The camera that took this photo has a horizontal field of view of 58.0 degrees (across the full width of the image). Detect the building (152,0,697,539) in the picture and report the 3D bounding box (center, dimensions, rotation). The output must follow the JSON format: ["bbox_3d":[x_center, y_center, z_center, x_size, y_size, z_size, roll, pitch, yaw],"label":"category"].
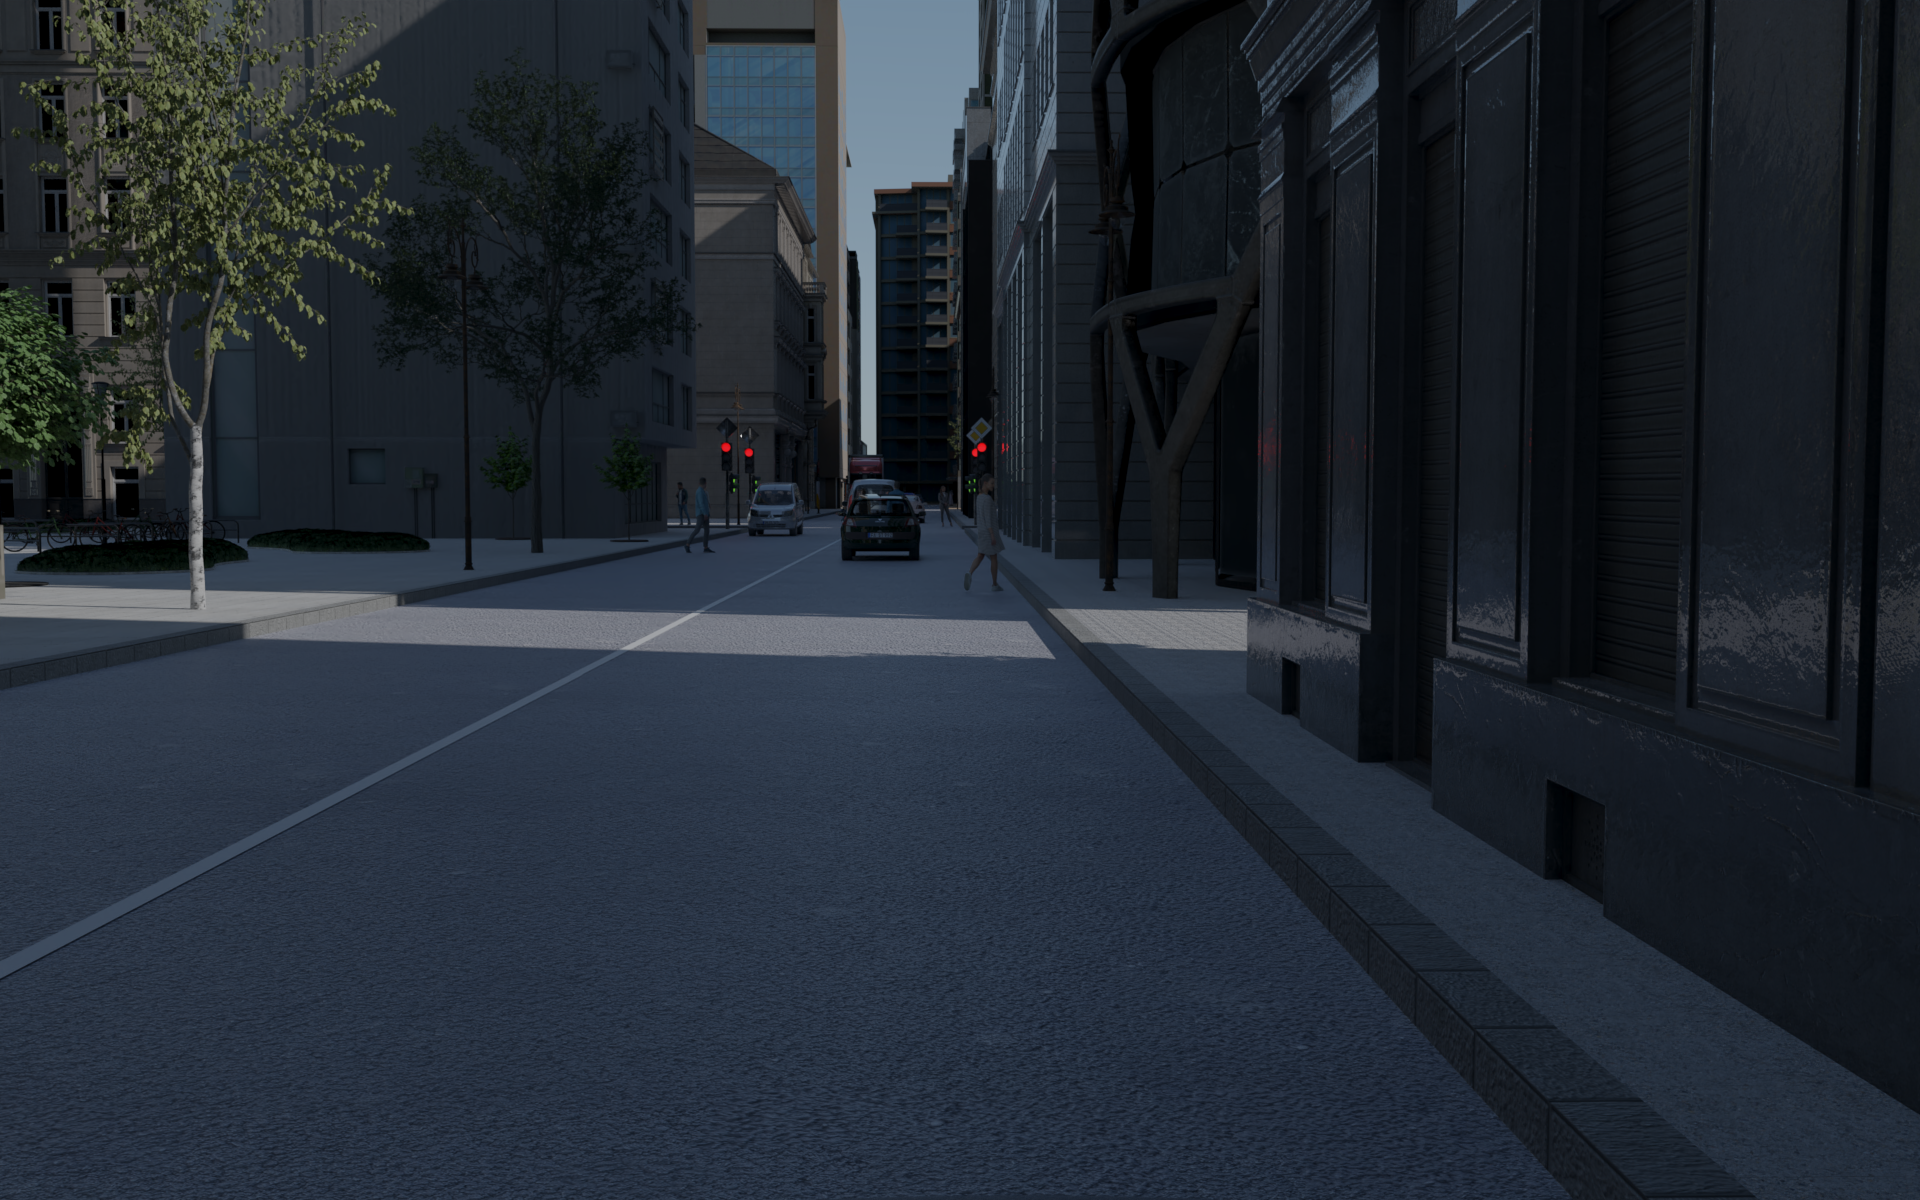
[{"bbox_3d":[-16.033,-22.738,55.365,14.086,41.232,14.154,0,4,-1],"label":"building"}]

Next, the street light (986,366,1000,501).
[{"bbox_3d":[1.199,-5.494,62.619,0.468,5.910,1.993,0,4,-1],"label":"street light"}]

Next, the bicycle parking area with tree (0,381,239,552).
[{"bbox_3d":[-21.991,-3.347,41.734,9.016,4.147,8.231,1,4,11],"label":"bicycle parking area with tree"}]

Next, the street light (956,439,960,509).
[{"bbox_3d":[-0.202,-10.607,146.216,0.468,5.910,1.993,0,4,-1],"label":"street light"}]

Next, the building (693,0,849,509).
[{"bbox_3d":[-17.262,-30.766,153.138,14.600,45.320,14.200,0,4,-1],"label":"building"}]

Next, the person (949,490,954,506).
[{"bbox_3d":[-0.952,-11.319,191.769,0.621,1.740,0.551,-1,4,-21],"label":"person"}]

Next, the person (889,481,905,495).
[{"bbox_3d":[-1.751,-2.413,48.292,0.601,1.785,0.444,0,4,-6],"label":"person"}]

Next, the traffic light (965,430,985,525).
[{"bbox_3d":[0.631,-5.046,71.424,0.839,4.253,0.868,0,4,-1],"label":"traffic light"}]

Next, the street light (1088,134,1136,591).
[{"bbox_3d":[1.976,-3.056,22.760,0.468,5.910,1.993,0,4,-1],"label":"street light"}]

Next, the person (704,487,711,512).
[{"bbox_3d":[-10.394,-3.875,70.396,0.512,1.701,0.522,2,4,27],"label":"person"}]

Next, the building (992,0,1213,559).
[{"bbox_3d":[6.986,-16.543,47.973,11.434,29.767,29.804,0,4,-1],"label":"building"}]

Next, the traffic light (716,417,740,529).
[{"bbox_3d":[-8.488,-4.547,63.262,0.839,4.253,0.868,0,4,-1],"label":"traffic light"}]

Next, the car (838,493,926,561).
[{"bbox_3d":[-1.754,-1.771,38.741,2.009,1.686,4.222,0,4,-2],"label":"car"}]

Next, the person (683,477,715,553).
[{"bbox_3d":[-6.341,-2.067,42.163,0.748,1.841,0.638,0,4,6],"label":"person"}]

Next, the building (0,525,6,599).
[{"bbox_3d":[-25.270,-9.839,5.913,27.650,21.520,28.899,0,4,-1],"label":"building"}]

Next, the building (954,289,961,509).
[{"bbox_3d":[4.901,-16.667,137.127,10.561,19.102,19.286,0,4,-1],"label":"building"}]

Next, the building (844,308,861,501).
[{"bbox_3d":[-24.494,-20.220,175.634,27.650,21.520,28.899,0,4,-1],"label":"building"}]

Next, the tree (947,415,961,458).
[{"bbox_3d":[0.982,-12.220,150.165,4.737,8.622,4.395,0,3,0],"label":"tree"}]

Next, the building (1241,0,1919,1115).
[{"bbox_3d":[6.689,-9.332,1.722,9.793,20.994,18.267,0,4,-1],"label":"building"}]

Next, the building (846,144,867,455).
[{"bbox_3d":[-27.371,-40.038,243.859,27.495,52.752,28.713,0,4,-1],"label":"building"}]

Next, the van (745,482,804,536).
[{"bbox_3d":[-6.406,-3.263,60.362,2.013,2.044,4.112,0,4,-1],"label":"van"}]

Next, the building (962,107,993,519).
[{"bbox_3d":[6.449,-16.413,98.027,12.332,23.373,15.834,0,4,-1],"label":"building"}]

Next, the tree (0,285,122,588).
[{"bbox_3d":[-13.607,-2.468,24.070,4.285,4.588,4.351,0,3,0],"label":"tree"}]

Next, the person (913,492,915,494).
[{"bbox_3d":[-5.408,-12.115,207.282,0.721,1.736,1.217,2,4,35],"label":"person"}]

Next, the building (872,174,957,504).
[{"bbox_3d":[0.885,-35.809,240.094,28.867,44.769,22.147,0,4,-1],"label":"building"}]

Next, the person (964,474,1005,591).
[{"bbox_3d":[0.377,-0.992,25.465,0.466,1.731,0.760,3,4,38],"label":"person"}]

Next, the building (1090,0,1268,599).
[{"bbox_3d":[10.239,-9.633,24.946,16.820,18.784,16.811,0,4,-1],"label":"building"}]

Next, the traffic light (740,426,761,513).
[{"bbox_3d":[-8.629,-5.035,71.246,0.839,4.253,0.868,0,4,-1],"label":"traffic light"}]

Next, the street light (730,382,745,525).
[{"bbox_3d":[-9.194,-6.054,71.773,0.468,5.910,1.993,0,4,-1],"label":"street light"}]

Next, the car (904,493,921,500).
[{"bbox_3d":[-3.606,-6.548,116.652,1.945,1.707,3.694,0,4,0],"label":"car"}]

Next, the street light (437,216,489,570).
[{"bbox_3d":[-8.307,-3.445,29.110,0.468,5.910,1.993,0,4,-1],"label":"street light"}]

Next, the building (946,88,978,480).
[{"bbox_3d":[10.299,-35.929,207.046,23.786,49.044,30.456,0,4,-1],"label":"building"}]

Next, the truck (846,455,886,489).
[{"bbox_3d":[-6.770,-8.341,125.283,2.839,4.237,11.283,0,4,-3],"label":"truck"}]

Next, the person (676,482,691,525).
[{"bbox_3d":[-11.389,-3.956,71.073,0.623,1.781,0.721,1,4,20],"label":"person"}]

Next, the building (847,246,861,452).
[{"bbox_3d":[-18.836,-26.029,197.276,14.160,30.474,14.107,0,4,-1],"label":"building"}]

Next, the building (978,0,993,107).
[{"bbox_3d":[10.194,-45.399,180.520,20.563,71.187,20.611,0,4,-1],"label":"building"}]

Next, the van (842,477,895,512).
[{"bbox_3d":[-2.469,-2.668,50.638,2.013,2.044,4.112,0,4,-2],"label":"van"}]

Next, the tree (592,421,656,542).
[{"bbox_3d":[-9.010,-3.167,46.374,1.663,3.219,1.824,0,3,0],"label":"tree"}]

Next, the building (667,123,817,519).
[{"bbox_3d":[-14.104,-14.709,91.404,10.553,20.767,40.483,0,4,-1],"label":"building"}]

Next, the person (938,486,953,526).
[{"bbox_3d":[-0.634,-4.144,76.530,0.520,1.790,0.573,-3,5,-43],"label":"person"}]

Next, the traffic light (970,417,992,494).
[{"bbox_3d":[0.771,-4.558,63.440,0.839,4.253,0.868,0,4,-1],"label":"traffic light"}]

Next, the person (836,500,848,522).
[{"bbox_3d":[-5.574,-4.399,85.929,1.012,1.151,0.738,2,4,27],"label":"person"}]

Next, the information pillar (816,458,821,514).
[{"bbox_3d":[-9.269,-7.447,113.111,0.183,3.616,0.504,1,4,10],"label":"information pillar"}]

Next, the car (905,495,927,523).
[{"bbox_3d":[-2.680,-4.535,86.507,2.083,1.381,4.827,0,4,-1],"label":"car"}]

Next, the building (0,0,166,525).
[{"bbox_3d":[-36.780,-17.025,75.626,25.104,27.353,12.463,0,4,-1],"label":"building"}]

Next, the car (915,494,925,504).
[{"bbox_3d":[-4.800,-10.786,188.351,2.014,1.417,4.499,0,4,1],"label":"car"}]

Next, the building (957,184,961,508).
[{"bbox_3d":[6.720,-23.998,164.069,14.160,30.474,14.107,0,4,-1],"label":"building"}]

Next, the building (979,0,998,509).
[{"bbox_3d":[23.173,-18.505,78.970,44.131,29.872,17.030,0,4,-1],"label":"building"}]

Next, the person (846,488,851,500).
[{"bbox_3d":[-6.279,-5.458,98.080,0.374,1.781,0.599,1,4,19],"label":"person"}]

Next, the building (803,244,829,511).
[{"bbox_3d":[-17.131,-18.941,128.771,14.460,24.649,34.723,0,4,-1],"label":"building"}]

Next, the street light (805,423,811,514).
[{"bbox_3d":[-9.871,-8.537,112.360,0.468,5.910,1.993,0,4,-1],"label":"street light"}]

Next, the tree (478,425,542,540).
[{"bbox_3d":[-12.675,-3.299,48.543,1.663,3.219,1.824,0,3,0],"label":"tree"}]

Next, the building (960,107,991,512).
[{"bbox_3d":[6.227,-18.233,116.129,12.078,24.808,19.932,0,4,-1],"label":"building"}]

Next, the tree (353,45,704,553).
[{"bbox_3d":[-9.361,-6.284,37.152,8.767,10.594,7.601,1,4,19],"label":"tree"}]

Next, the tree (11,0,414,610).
[{"bbox_3d":[-8.443,-4.214,19.267,4.737,8.622,4.395,0,3,0],"label":"tree"}]
